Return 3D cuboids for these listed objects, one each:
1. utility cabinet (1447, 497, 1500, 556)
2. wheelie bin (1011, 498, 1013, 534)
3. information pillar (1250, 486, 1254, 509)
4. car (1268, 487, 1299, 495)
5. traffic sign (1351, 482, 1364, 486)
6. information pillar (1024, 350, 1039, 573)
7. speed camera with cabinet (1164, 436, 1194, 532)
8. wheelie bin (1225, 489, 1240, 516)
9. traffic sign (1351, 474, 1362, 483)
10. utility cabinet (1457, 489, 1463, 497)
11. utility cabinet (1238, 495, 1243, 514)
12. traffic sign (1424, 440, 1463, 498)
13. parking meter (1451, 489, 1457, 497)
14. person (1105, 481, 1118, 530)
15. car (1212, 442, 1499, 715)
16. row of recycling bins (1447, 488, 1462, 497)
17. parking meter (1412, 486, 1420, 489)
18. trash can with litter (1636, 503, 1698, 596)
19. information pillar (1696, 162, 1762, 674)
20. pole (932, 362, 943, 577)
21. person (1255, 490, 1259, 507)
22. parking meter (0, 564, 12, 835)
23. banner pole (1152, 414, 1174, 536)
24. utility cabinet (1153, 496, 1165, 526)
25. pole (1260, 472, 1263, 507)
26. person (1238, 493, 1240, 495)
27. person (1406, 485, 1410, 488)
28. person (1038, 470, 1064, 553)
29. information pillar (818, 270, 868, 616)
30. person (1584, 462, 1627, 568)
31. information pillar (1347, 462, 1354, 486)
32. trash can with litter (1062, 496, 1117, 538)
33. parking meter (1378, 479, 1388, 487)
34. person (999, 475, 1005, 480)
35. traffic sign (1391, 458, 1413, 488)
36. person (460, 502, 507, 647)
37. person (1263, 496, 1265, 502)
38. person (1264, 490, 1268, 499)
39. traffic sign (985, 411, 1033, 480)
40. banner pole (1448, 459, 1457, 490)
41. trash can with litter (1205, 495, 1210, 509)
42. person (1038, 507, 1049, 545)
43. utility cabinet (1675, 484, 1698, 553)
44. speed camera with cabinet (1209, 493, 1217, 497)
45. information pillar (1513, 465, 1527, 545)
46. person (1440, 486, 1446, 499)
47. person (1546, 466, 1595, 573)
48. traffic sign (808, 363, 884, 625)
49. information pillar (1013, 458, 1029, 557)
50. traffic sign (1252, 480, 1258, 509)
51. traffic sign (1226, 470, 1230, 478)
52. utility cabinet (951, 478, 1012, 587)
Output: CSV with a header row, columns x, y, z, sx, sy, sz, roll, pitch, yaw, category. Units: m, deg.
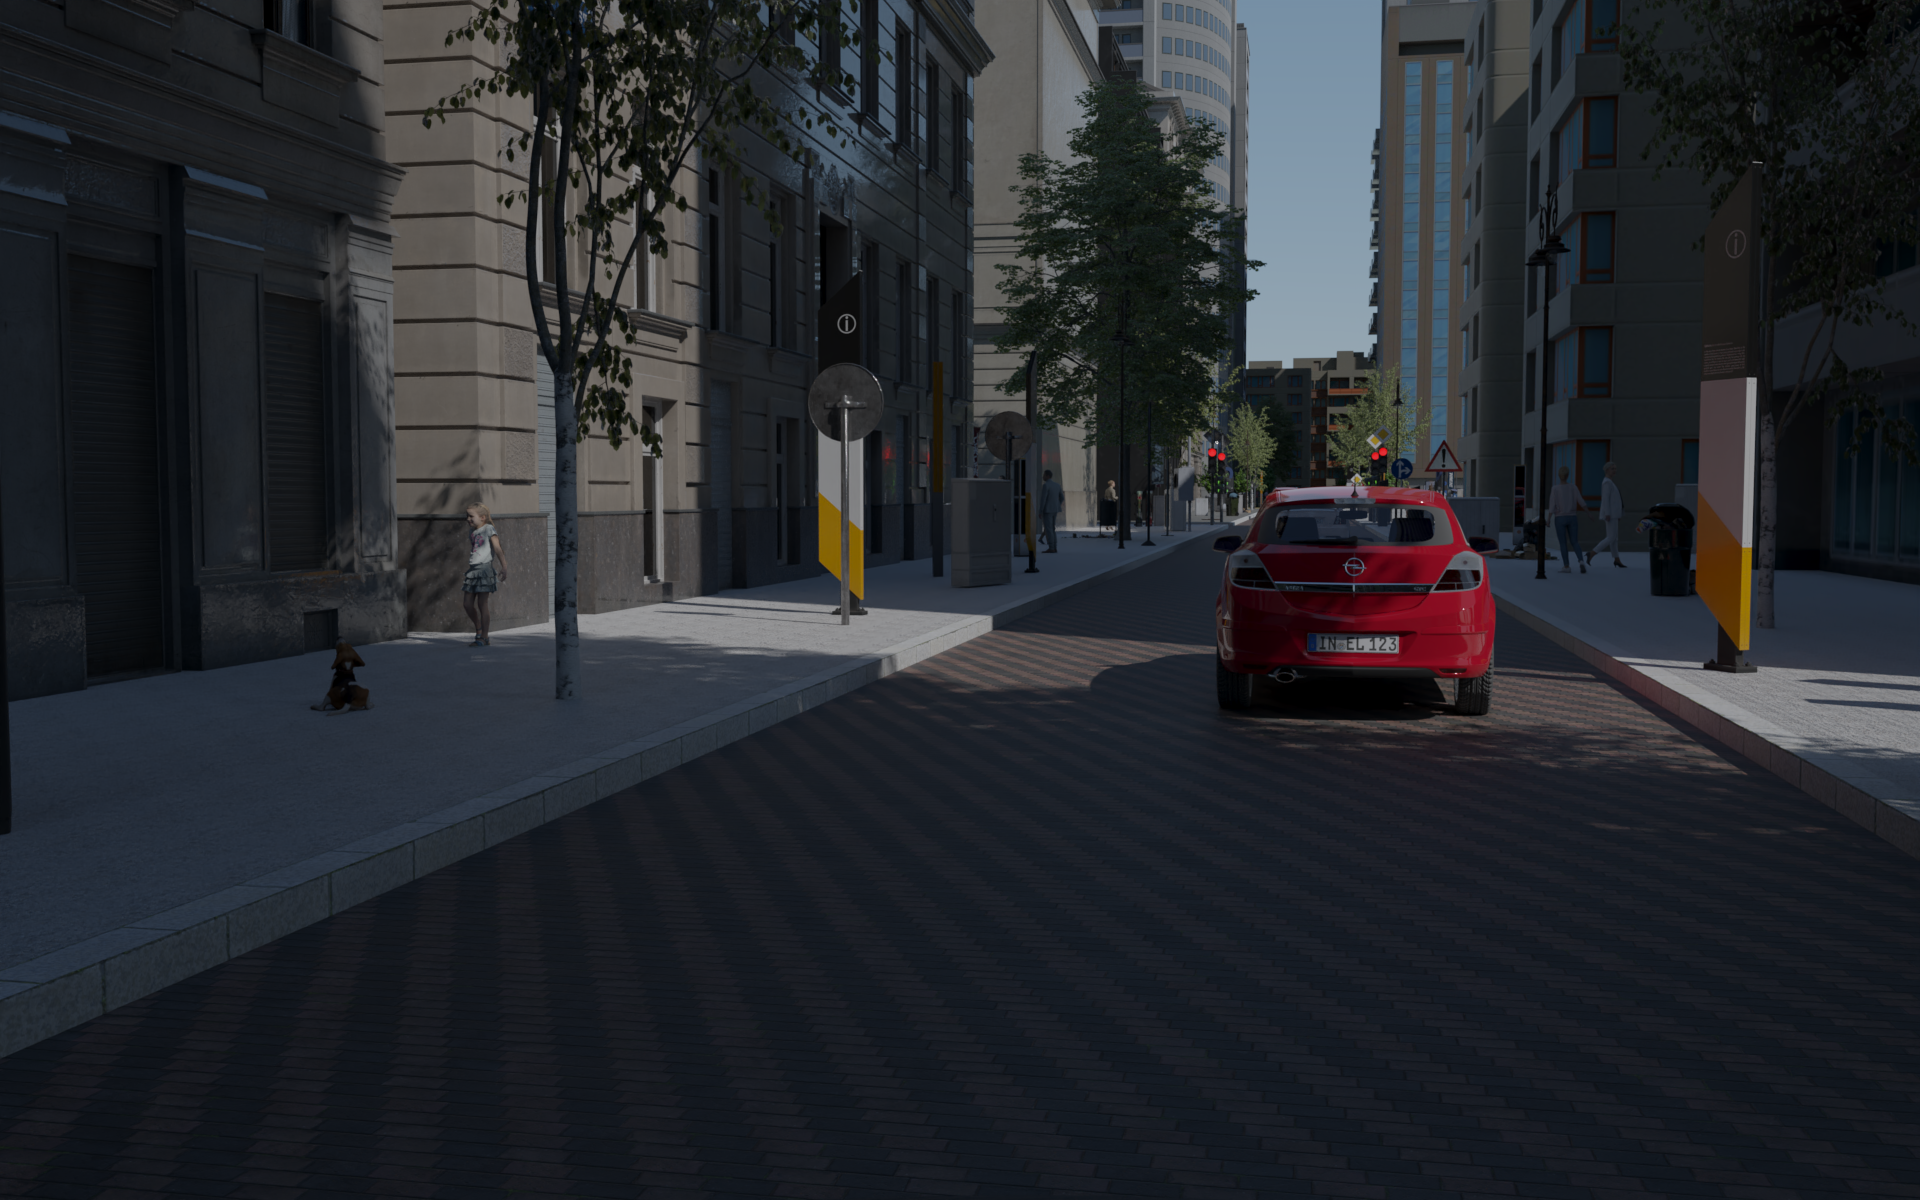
x,y,z,sx,sy,sz,roll,pitch,yaw,category
10.591,-1.505,35.763,1.020,1.237,0.306,0,4,5,utility cabinet
1.134,-2.649,51.214,0.693,1.594,0.980,1,4,21,wheelie bin
25.735,-9.051,152.476,0.304,2.012,0.304,0,4,-5,information pillar
18.716,-5.525,99.001,2.281,1.827,5.304,1,4,13,car
27.347,-7.286,119.136,0.884,2.594,0.081,1,4,14,traffic sign
1.156,-2.248,28.106,0.183,3.616,0.504,1,4,14,information pillar
7.526,-3.988,59.542,0.660,3.252,2.038,0,4,-6,speed camera with cabinet
15.843,-5.684,100.836,0.693,1.594,0.980,-2,4,-28,wheelie bin
25.137,-6.721,109.621,0.795,2.593,0.064,1,4,12,traffic sign
24.546,-4.569,83.375,1.173,1.500,0.318,1,4,15,utility cabinet
18.533,-6.339,114.799,0.306,1.237,1.020,0,4,4,utility cabinet
11.569,-2.536,41.469,0.884,2.594,0.081,1,4,15,traffic sign
24.495,-4.730,85.749,0.372,1.533,0.369,0,3,0,parking meter
5.353,-3.324,60.946,0.362,1.759,0.519,-2,4,-32,person
2.920,-0.234,12.869,2.155,1.783,4.494,1,4,13,car
34.949,-6.914,120.158,3.534,1.692,1.069,-1,4,-14,row of recycling bins
13.538,-2.647,51.695,0.372,1.533,0.369,0,3,0,parking meter
9.050,-0.650,22.019,0.624,1.170,1.055,3,4,37,trash can with litter
5.562,-1.295,12.532,0.183,3.616,0.504,-1,4,-17,information pillar
-0.345,-2.015,26.794,0.158,3.312,0.155,0,3,0,pole
28.815,-9.890,168.457,0.721,1.743,1.217,1,4,15,person
-3.809,-0.048,6.489,0.399,1.863,0.255,-2,4,-28,parking meter
6.178,-3.852,52.991,0.863,3.779,0.401,3,5,45,banner pole
8.283,-3.568,69.501,1.020,1.237,0.306,0,4,2,utility cabinet
26.411,-9.657,151.737,0.158,3.312,0.155,0,3,0,pole
24.248,-8.850,150.925,0.511,1.800,0.466,1,4,14,person
24.390,-5.339,93.909,0.524,1.755,0.480,-1,4,-22,person
1.970,-1.931,37.709,0.391,1.810,0.635,2,4,34,person
-1.248,-1.648,18.307,0.504,3.616,0.183,1,4,15,information pillar
11.242,-1.480,30.124,0.818,1.842,0.514,0,4,-1,person
28.775,-8.338,127.688,0.504,3.616,0.183,1,4,17,information pillar
3.940,-2.427,50.742,2.233,1.210,1.678,-1,4,-18,trash can with litter
16.704,-3.838,68.467,0.399,1.863,0.255,0,4,-3,parking meter
1.129,-2.604,48.721,0.767,1.812,0.694,-3,5,-39,person
15.581,-3.732,61.125,0.768,2.556,0.104,1,4,16,traffic sign
-3.979,-0.218,14.630,0.505,1.210,0.382,2,4,31,person
36.379,-12.238,206.662,1.217,1.766,0.721,2,4,27,person
33.186,-11.029,187.307,0.436,1.711,0.756,-1,4,-13,person
0.738,-1.619,26.581,0.768,2.556,0.104,1,4,17,traffic sign
34.921,-8.113,122.668,0.863,3.779,0.401,0,4,-8,banner pole
21.545,-8.702,153.332,2.233,1.210,1.678,-1,4,-10,trash can with litter
2.209,-2.063,44.048,0.475,1.303,0.640,-3,5,-42,person
15.921,-1.734,37.029,1.173,1.500,0.318,2,4,29,utility cabinet
21.542,-9.043,142.191,2.038,3.252,0.660,-3,5,-43,speed camera with cabinet
14.010,-2.377,43.360,0.304,2.012,0.304,1,4,18,information pillar
25.147,-5.115,90.421,0.760,1.731,0.466,-1,4,-15,person
9.970,-1.308,28.104,0.731,1.740,0.598,-1,4,-15,person
-1.122,-1.026,16.874,0.768,2.556,0.104,1,4,14,traffic sign
1.288,-1.890,35.385,0.304,2.012,0.304,-1,4,-23,information pillar
26.148,-9.383,153.517,0.768,2.556,0.104,1,4,13,traffic sign
13.303,-5.379,88.047,0.768,2.556,0.104,1,4,17,traffic sign
0.314,-0.945,24.122,0.318,1.500,1.173,2,4,31,utility cabinet
